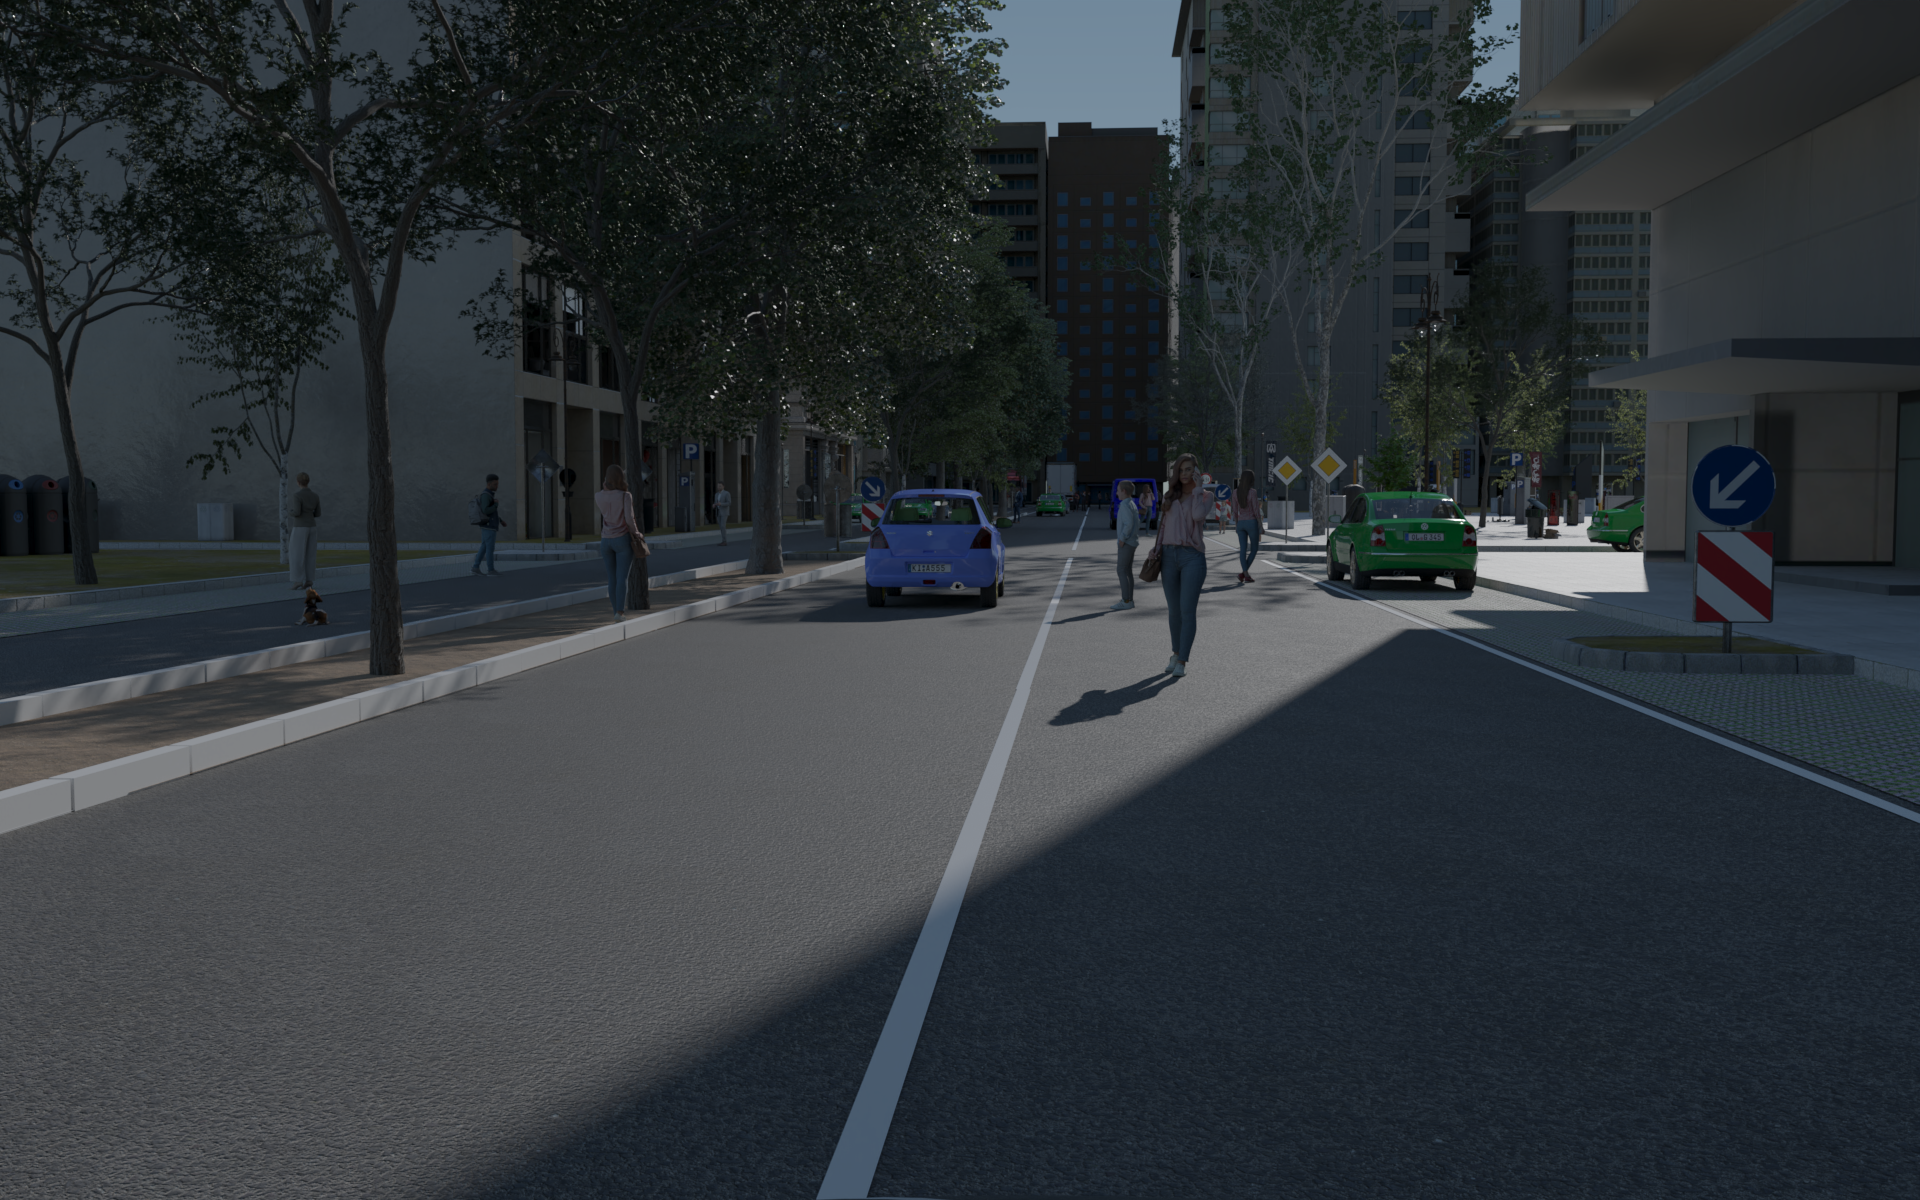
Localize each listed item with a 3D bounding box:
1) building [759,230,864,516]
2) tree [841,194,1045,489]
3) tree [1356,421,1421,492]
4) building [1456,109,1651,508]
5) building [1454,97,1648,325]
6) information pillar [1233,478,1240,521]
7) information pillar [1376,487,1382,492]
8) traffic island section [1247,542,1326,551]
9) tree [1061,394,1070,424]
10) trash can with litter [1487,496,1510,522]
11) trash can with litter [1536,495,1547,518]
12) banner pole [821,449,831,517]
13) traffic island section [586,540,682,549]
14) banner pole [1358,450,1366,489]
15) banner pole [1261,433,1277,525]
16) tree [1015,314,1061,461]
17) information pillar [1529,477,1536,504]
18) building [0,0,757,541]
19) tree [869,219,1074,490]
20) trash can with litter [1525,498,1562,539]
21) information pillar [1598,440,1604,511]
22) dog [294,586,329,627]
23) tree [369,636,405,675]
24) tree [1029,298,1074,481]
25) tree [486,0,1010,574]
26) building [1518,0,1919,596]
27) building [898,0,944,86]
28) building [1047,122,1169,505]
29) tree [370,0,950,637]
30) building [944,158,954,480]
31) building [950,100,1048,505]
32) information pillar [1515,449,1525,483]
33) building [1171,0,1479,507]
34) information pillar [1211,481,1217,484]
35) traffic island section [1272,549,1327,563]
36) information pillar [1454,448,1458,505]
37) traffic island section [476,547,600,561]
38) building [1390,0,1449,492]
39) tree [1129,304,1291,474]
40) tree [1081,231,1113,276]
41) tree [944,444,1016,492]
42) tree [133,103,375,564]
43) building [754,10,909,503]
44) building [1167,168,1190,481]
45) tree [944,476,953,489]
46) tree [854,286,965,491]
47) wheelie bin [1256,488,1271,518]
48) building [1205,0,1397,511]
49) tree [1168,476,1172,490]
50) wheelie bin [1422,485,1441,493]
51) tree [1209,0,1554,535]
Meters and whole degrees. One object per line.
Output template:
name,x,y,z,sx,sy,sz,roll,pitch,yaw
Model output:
building,-13.307,-15.313,101.271,10.553,20.767,40.483,0,4,4
tree,-0.796,-8.729,63.298,7.486,12.596,7.792,0,3,0
tree,11.366,-3.143,45.988,1.663,3.219,1.824,0,3,0
building,63.046,-29.512,174.410,23.993,40.220,32.217,0,4,4
building,69.049,-36.202,211.512,30.456,49.044,23.786,0,4,4
information pillar,13.041,-4.706,81.430,0.304,2.012,0.304,3,5,44
information pillar,24.416,-5.901,100.970,0.304,2.012,0.304,1,4,11
traffic island section,8.479,-1.384,44.916,2.009,0.180,2.903,0,4,4
tree,1.368,-9.174,86.863,8.767,10.594,7.601,0,4,4
trash can with litter,24.782,-4.207,79.841,1.678,1.210,2.233,1,4,19
trash can with litter,31.978,-5.135,95.006,2.233,1.210,1.678,1,4,16
banner pole,-7.440,-6.478,95.930,0.863,3.779,0.401,3,5,40
traffic island section,-8.612,-1.465,46.236,2.009,0.180,2.903,0,4,4
banner pole,22.716,-6.597,97.883,0.863,3.779,0.401,-3,5,-42
banner pole,12.664,-4.976,71.371,0.863,3.779,0.401,-1,4,-10
tree,-1.709,-6.846,48.802,8.767,10.594,7.601,0,4,4
information pillar,25.059,-4.374,76.000,0.304,2.012,0.304,0,4,-6
building,-20.394,-15.888,64.286,19.350,26.468,34.151,0,4,4
tree,-0.094,-9.323,71.897,9.611,12.733,9.660,0,3,0
trash can with litter,16.834,-2.357,49.916,0.624,1.170,1.055,-3,5,-41
information pillar,27.945,-5.147,75.515,0.183,3.616,0.504,2,4,30
dog,-7.202,0.068,19.079,0.550,0.427,0.748,1,4,10
tree,-4.488,-4.702,13.753,8.767,10.594,7.601,0,4,4
tree,2.632,-12.168,108.053,9.857,13.997,8.962,0,3,0
tree,-3.506,-7.442,30.788,9.857,13.997,8.962,0,3,0
building,23.111,-26.246,18.354,28.713,52.752,27.495,0,4,4
building,-13.038,-32.958,162.572,21.300,48.544,21.600,0,4,4
building,17.995,-34.336,211.500,14.200,45.320,14.600,0,4,4
tree,-3.917,-5.171,21.419,8.767,10.594,7.601,0,4,4
building,-7.751,-30.938,189.428,14.086,41.232,14.154,0,4,4
building,0.419,-36.243,216.274,21.600,48.544,21.300,0,4,4
information pillar,29.196,-6.051,90.293,0.504,3.616,0.183,-1,4,-11
building,36.725,-36.061,178.833,28.713,52.752,27.495,0,4,4
information pillar,14.066,-5.597,95.999,0.304,2.012,0.304,2,4,26
traffic island section,7.863,-0.897,36.954,2.009,0.180,2.903,0,4,4
information pillar,25.394,-5.957,88.752,0.183,3.616,0.504,0,4,8
traffic island section,-9.227,-0.978,38.275,2.009,0.180,2.903,0,4,4
building,30.944,-43.787,154.169,20.563,71.187,20.611,0,4,4
tree,16.103,-12.366,112.558,12.009,13.543,11.850,0,3,0
tree,12.947,-14.218,88.356,12.611,20.169,13.585,0,3,0
tree,1.412,-8.586,93.195,4.737,8.622,4.395,0,3,0
tree,-12.647,-4.984,31.853,4.360,8.622,3.978,0,3,0
building,-16.193,-31.628,136.733,23.786,49.044,30.456,0,4,4
building,32.321,-32.185,209.815,14.086,41.232,14.154,0,4,4
tree,-1.322,-11.447,181.764,1.663,3.219,1.824,0,3,0
tree,-1.827,-6.273,55.391,4.360,8.622,3.978,0,3,0
wheelie bin,16.017,-5.128,91.758,0.693,1.594,0.980,-2,4,-33
building,26.366,-27.782,137.837,14.154,41.232,14.086,0,4,4
tree,19.637,-10.126,160.165,1.663,3.219,1.824,0,3,0
wheelie bin,16.520,-3.247,60.992,0.693,1.594,0.980,0,4,-4
tree,12.012,-12.160,54.703,12.611,20.169,13.585,0,3,0
